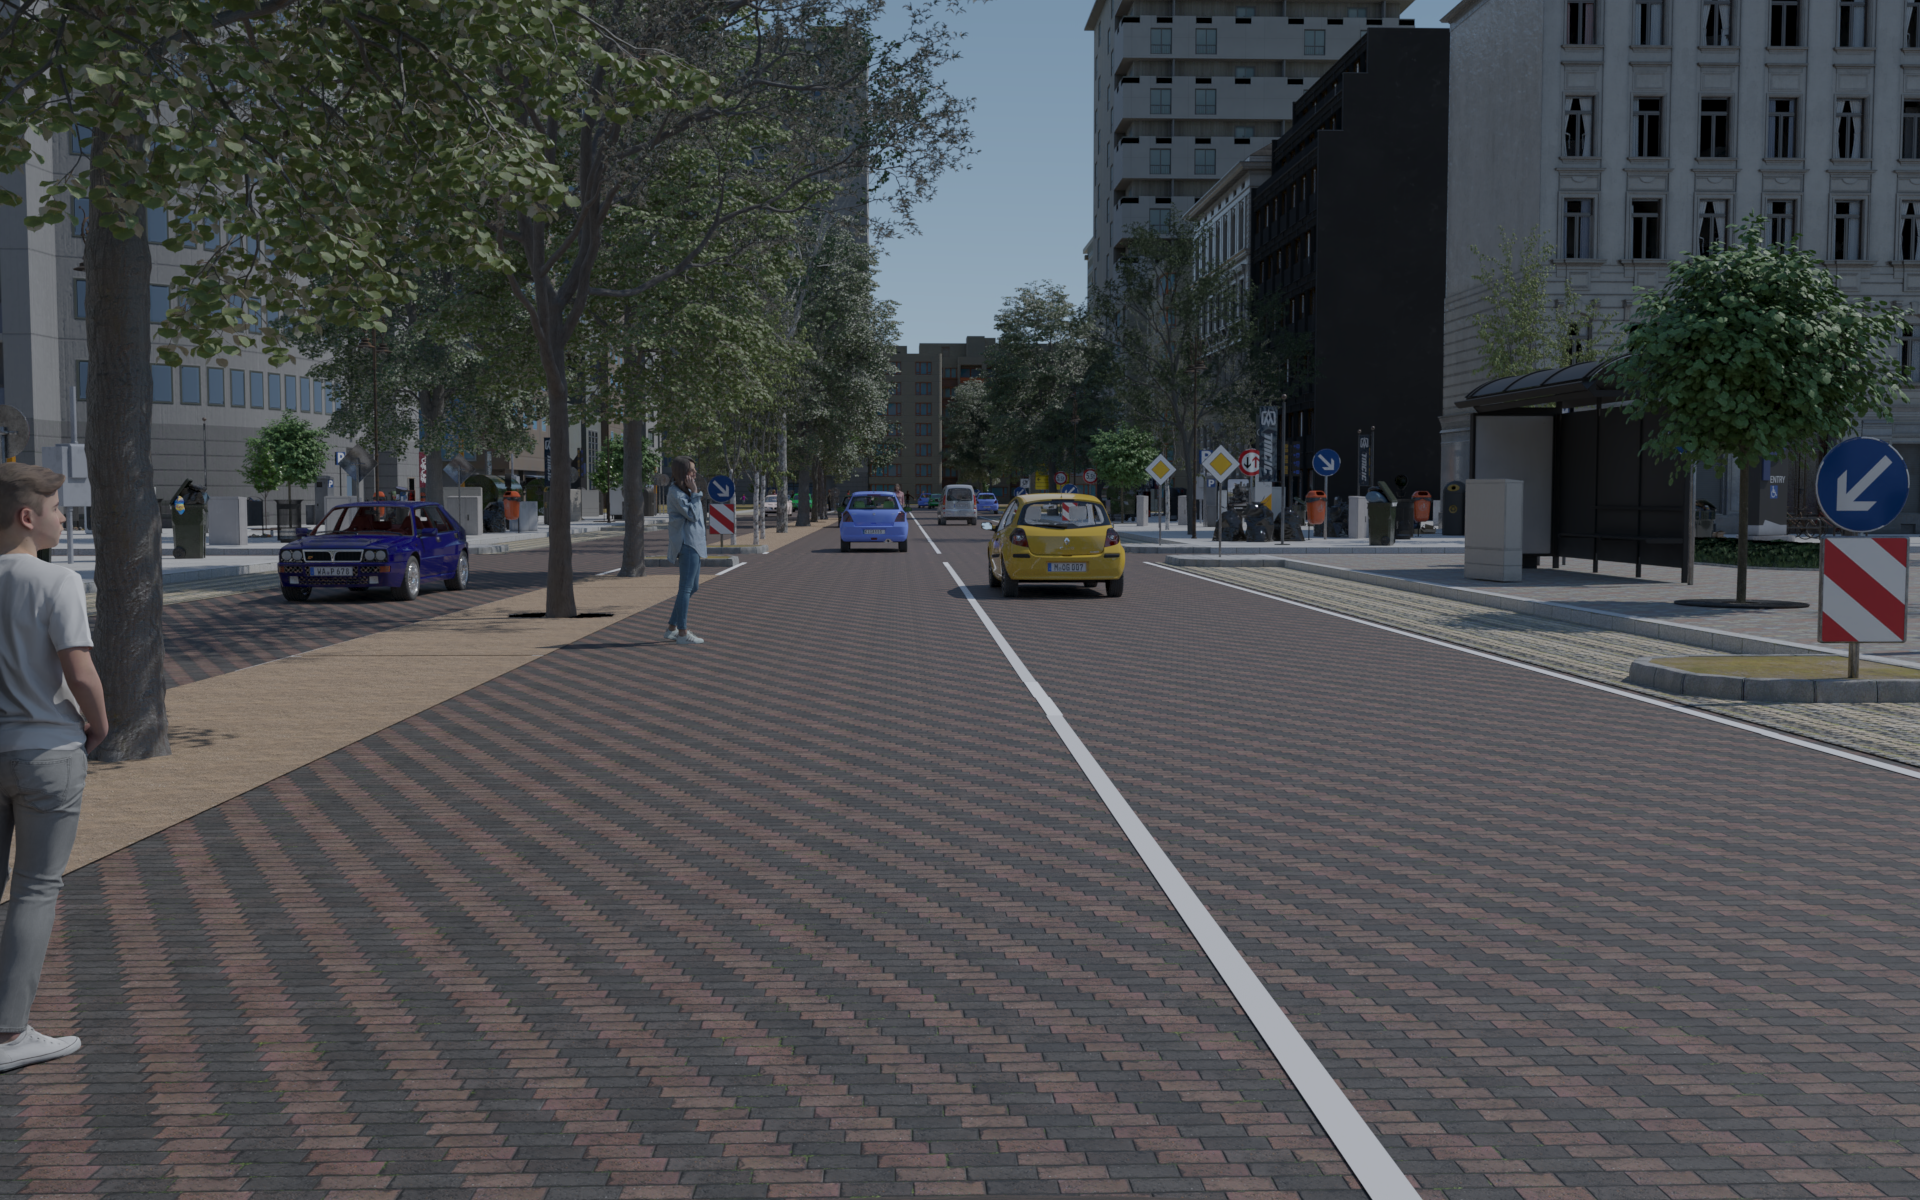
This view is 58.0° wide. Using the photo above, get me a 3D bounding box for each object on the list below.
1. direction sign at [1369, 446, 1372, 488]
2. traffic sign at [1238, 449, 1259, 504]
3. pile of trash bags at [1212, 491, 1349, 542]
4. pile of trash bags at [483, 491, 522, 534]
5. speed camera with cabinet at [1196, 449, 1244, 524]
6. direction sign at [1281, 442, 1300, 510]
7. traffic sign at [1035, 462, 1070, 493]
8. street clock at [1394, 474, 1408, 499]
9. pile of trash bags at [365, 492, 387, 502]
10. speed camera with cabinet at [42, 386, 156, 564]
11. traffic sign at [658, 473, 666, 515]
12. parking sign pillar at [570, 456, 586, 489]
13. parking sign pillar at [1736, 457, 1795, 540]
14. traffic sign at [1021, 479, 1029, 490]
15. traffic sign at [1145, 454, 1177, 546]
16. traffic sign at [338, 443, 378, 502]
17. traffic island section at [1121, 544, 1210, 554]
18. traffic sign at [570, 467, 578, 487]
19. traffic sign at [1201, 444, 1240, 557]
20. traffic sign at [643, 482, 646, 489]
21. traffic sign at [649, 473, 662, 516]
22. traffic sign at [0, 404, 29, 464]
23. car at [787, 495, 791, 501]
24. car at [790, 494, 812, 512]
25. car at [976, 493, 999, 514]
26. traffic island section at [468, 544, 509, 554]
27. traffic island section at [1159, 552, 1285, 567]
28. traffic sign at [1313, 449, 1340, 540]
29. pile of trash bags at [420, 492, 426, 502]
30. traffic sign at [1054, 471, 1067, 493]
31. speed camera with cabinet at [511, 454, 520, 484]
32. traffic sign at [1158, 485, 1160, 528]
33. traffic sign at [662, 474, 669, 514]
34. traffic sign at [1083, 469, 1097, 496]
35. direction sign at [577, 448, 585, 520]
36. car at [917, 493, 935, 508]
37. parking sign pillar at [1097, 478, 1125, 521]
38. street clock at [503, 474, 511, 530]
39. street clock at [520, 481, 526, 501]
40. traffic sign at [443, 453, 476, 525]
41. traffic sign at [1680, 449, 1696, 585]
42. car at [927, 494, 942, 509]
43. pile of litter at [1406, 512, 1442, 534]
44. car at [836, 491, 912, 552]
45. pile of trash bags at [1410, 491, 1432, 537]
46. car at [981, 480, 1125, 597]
[{"bbox_3d":[19.166,-5.443,80.983,0.379,3.537,0.876,2,4,25],"label":"direction sign"},{"bbox_3d":[8.190,-2.973,48.708,0.768,2.556,0.104,0,4,6],"label":"traffic sign"},{"bbox_3d":[8.682,-2.302,47.391,3.447,1.369,1.912,-2,4,-32],"label":"pile of trash bags"},{"bbox_3d":[-15.632,-2.893,57.060,3.447,1.369,1.912,3,4,37],"label":"pile of trash bags"},{"bbox_3d":[11.274,-4.937,75.059,2.038,3.252,0.660,2,4,35],"label":"speed camera with cabinet"},{"bbox_3d":[14.277,-5.069,74.881,0.876,3.537,0.379,-1,4,-13],"label":"direction sign"},{"bbox_3d":[5.939,-7.190,111.435,2.265,3.308,0.079,0,4,2],"label":"traffic sign"},{"bbox_3d":[16.149,-3.600,63.423,0.471,2.002,0.358,1,4,20],"label":"street clock"},{"bbox_3d":[-21.482,-3.344,64.420,1.912,1.369,3.447,-1,4,-15],"label":"pile of trash bags"},{"bbox_3d":[-16.188,-2.341,32.609,0.660,3.252,2.038,2,4,24],"label":"speed camera with cabinet"},{"bbox_3d":[-18.510,-6.525,106.784,0.768,2.556,0.104,0,4,7],"label":"traffic sign"},{"bbox_3d":[-25.805,-7.795,115.919,1.447,3.967,1.447,3,5,39],"label":"parking sign pillar"},{"bbox_3d":[21.494,-3.525,46.110,1.447,3.967,1.447,-2,4,-34],"label":"parking sign pillar"},{"bbox_3d":[4.365,-6.978,116.217,0.606,2.300,0.079,0,4,4],"label":"traffic sign"},{"bbox_3d":[4.976,-2.409,43.037,0.795,2.450,0.064,0,4,-2],"label":"traffic sign"},{"bbox_3d":[-11.967,-1.884,34.452,0.795,2.450,0.064,0,4,-2],"label":"traffic sign"},{"bbox_3d":[5.000,-1.274,43.115,2.009,0.180,2.903,0,4,-2],"label":"traffic island section"},{"bbox_3d":[-18.072,-4.904,80.285,0.768,2.556,0.104,0,4,-1],"label":"traffic sign"},{"bbox_3d":[5.267,-1.921,35.057,0.795,2.450,0.064,0,4,-2],"label":"traffic sign"},{"bbox_3d":[-18.226,-6.138,94.225,2.265,3.308,0.079,0,4,0],"label":"traffic sign"},{"bbox_3d":[-18.008,-6.253,102.339,0.768,2.556,0.104,0,4,3],"label":"traffic sign"},{"bbox_3d":[-13.585,-1.498,24.606,0.768,2.556,0.104,0,4,5],"label":"traffic sign"},{"bbox_3d":[-16.529,-9.147,161.918,2.083,1.381,4.827,0,4,-3],"label":"car"},{"bbox_3d":[-12.529,-7.882,137.662,1.959,1.807,4.718,0,4,-2],"label":"car"},{"bbox_3d":[1.834,-6.958,123.346,1.945,1.707,3.694,0,4,-1],"label":"car"},{"bbox_3d":[-12.280,-1.236,42.493,2.009,0.180,2.903,0,4,-2],"label":"traffic island section"},{"bbox_3d":[5.290,-0.786,35.135,2.009,0.180,2.903,0,4,-2],"label":"traffic island section"},{"bbox_3d":[10.307,-2.978,48.792,0.768,2.556,0.104,0,4,6],"label":"traffic sign"},{"bbox_3d":[-29.994,-5.294,96.313,1.912,1.369,3.447,-1,4,-15],"label":"pile of trash bags"},{"bbox_3d":[5.649,-5.944,97.296,0.768,2.556,0.104,0,4,-1],"label":"traffic sign"},{"bbox_3d":[-22.676,-5.541,84.934,2.038,3.252,0.660,0,4,3],"label":"speed camera with cabinet"},{"bbox_3d":[7.538,-3.935,65.528,0.795,2.450,0.064,0,4,-1],"label":"traffic sign"},{"bbox_3d":[-18.733,-6.684,109.382,0.768,2.556,0.104,0,4,3],"label":"traffic sign"},{"bbox_3d":[6.480,-5.256,86.045,0.768,2.556,0.104,0,4,3],"label":"traffic sign"},{"bbox_3d":[-18.511,-5.660,84.543,0.379,3.537,0.876,-2,4,-30],"label":"direction sign"},{"bbox_3d":[-3.458,-10.281,177.683,1.945,1.707,3.694,0,4,-3],"label":"car"},{"bbox_3d":[7.317,-5.844,84.019,1.447,3.967,1.447,1,4,13],"label":"parking sign pillar"},{"bbox_3d":[-16.128,-3.504,61.859,0.358,2.002,0.471,-1,4,-15],"label":"street clock"},{"bbox_3d":[-23.930,-5.517,94.771,0.358,2.002,0.471,1,4,11],"label":"street clock"},{"bbox_3d":[-12.257,-2.372,42.432,0.795,2.450,0.064,0,4,-2],"label":"traffic sign"},{"bbox_3d":[10.282,-1.480,24.303,0.768,2.556,0.104,0,4,1],"label":"traffic sign"},{"bbox_3d":[-2.184,-9.693,167.278,1.959,1.807,4.718,0,4,-3],"label":"car"},{"bbox_3d":[14.791,-2.553,55.701,1.719,0.858,1.176,0,4,4],"label":"pile of litter"},{"bbox_3d":[-2.180,-2.103,43.970,1.945,1.707,3.694,0,4,-3],"label":"car"},{"bbox_3d":[12.379,-2.570,51.779,3.447,1.369,1.912,0,4,-1],"label":"pile of trash bags"},{"bbox_3d":[1.350,-0.935,25.513,2.015,1.641,3.980,0,4,-3],"label":"car"}]
